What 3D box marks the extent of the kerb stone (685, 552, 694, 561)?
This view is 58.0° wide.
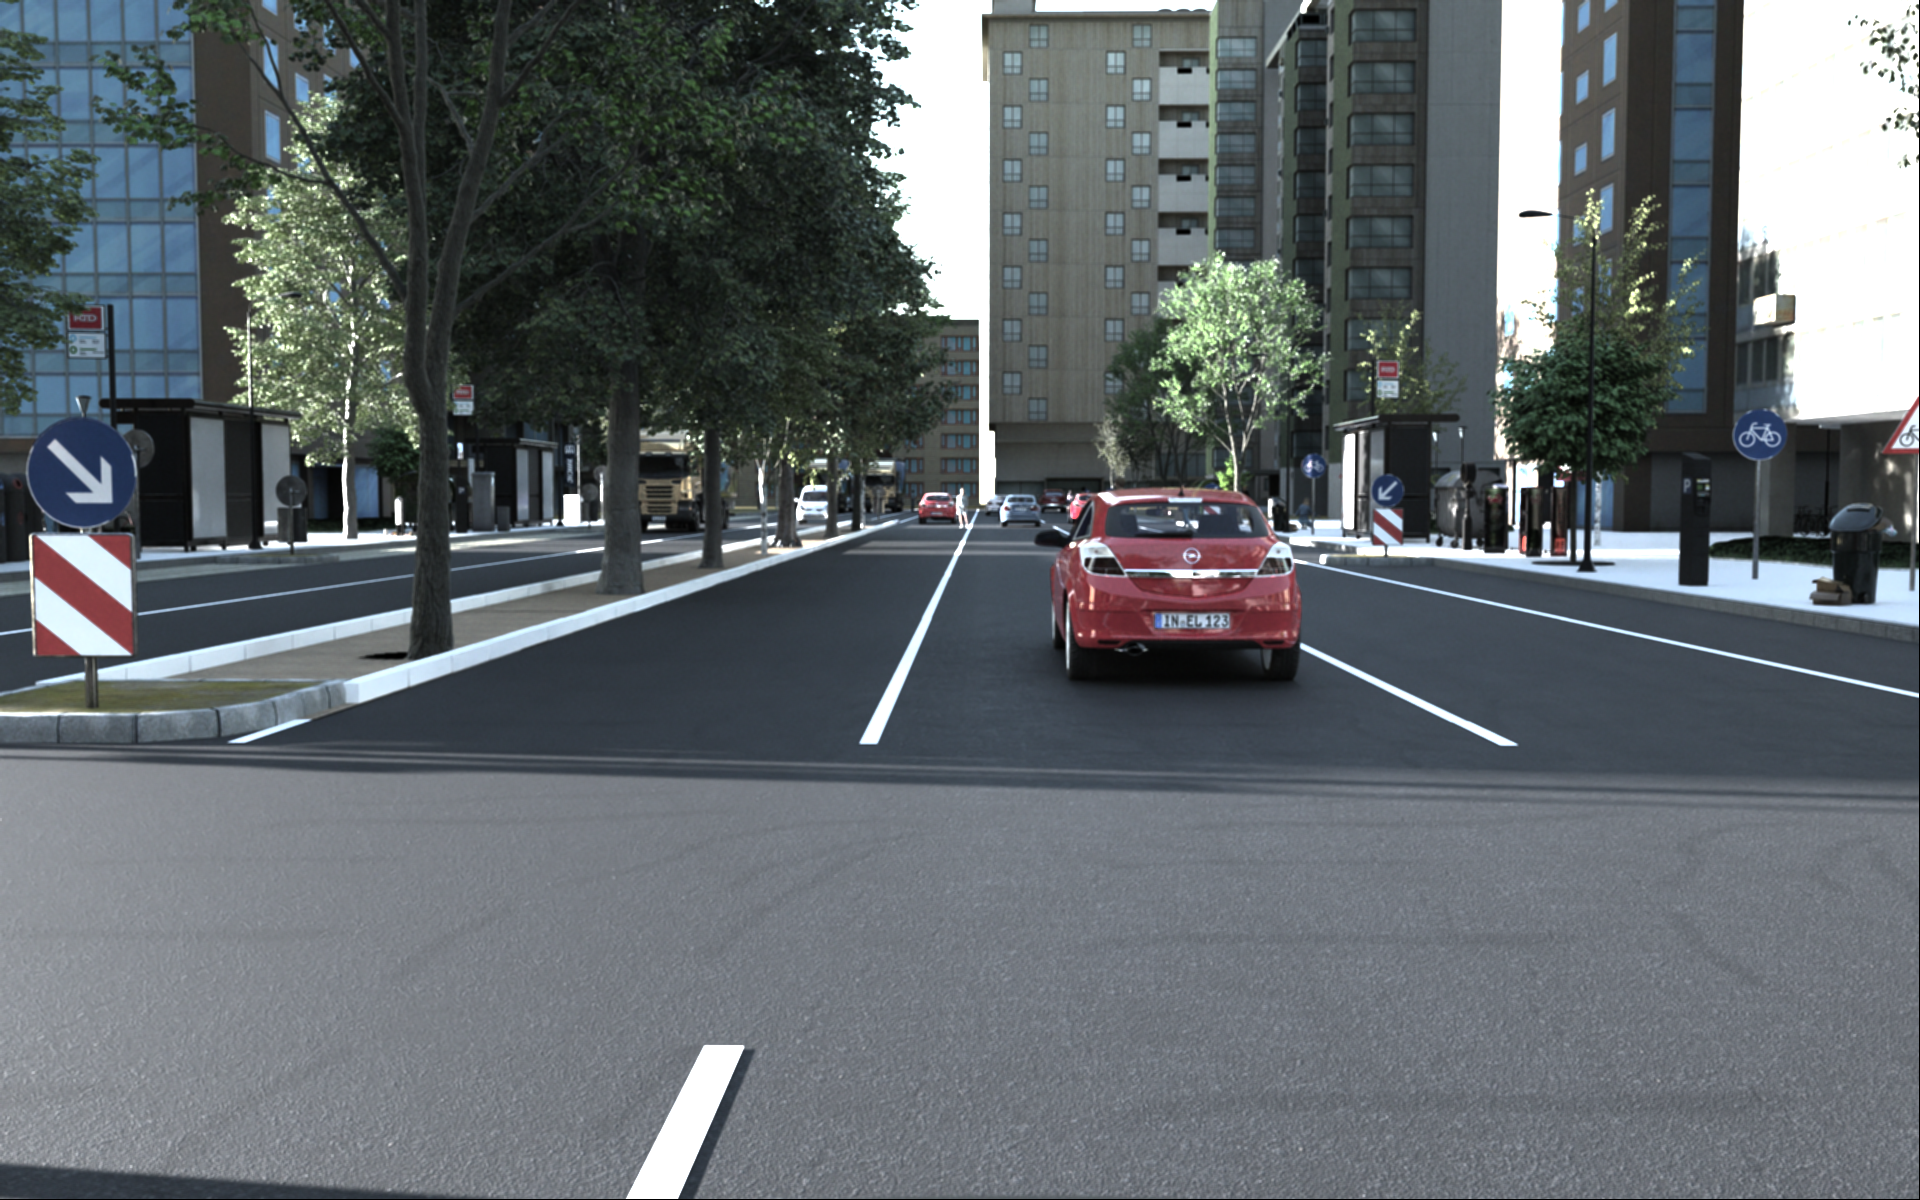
[{"bbox_3d":[-5.873,-0.898,36.889,0.120,0.150,1.000,0,4,1],"label":"kerb stone"}]

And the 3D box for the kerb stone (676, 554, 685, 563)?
[{"bbox_3d":[-5.891,-0.834,35.868,0.120,0.150,1.000,0,4,1],"label":"kerb stone"}]

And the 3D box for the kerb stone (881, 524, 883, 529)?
[{"bbox_3d":[-3.291,-2.902,69.706,0.120,0.150,1.000,0,4,1],"label":"kerb stone"}]

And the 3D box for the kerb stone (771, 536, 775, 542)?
[{"bbox_3d":[-5.653,-1.840,52.279,0.120,0.150,1.000,0,4,1],"label":"kerb stone"}]

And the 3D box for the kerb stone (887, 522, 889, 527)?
[{"bbox_3d":[-3.231,-3.147,73.807,0.120,0.150,1.000,0,4,1],"label":"kerb stone"}]

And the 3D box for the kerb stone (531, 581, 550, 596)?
[{"bbox_3d":[-6.052,-0.147,24.599,0.120,0.150,1.000,0,4,1],"label":"kerb stone"}]

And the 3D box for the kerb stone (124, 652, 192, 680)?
[{"bbox_3d":[-6.228,0.542,13.338,0.120,0.150,1.000,0,4,1],"label":"kerb stone"}]

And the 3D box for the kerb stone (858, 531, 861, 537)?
[{"bbox_3d":[-3.473,-2.151,57.394,0.120,0.150,1.000,0,4,1],"label":"kerb stone"}]

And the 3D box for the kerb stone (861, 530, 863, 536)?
[{"bbox_3d":[-3.455,-2.216,58.429,0.120,0.150,1.000,0,4,1],"label":"kerb stone"}]

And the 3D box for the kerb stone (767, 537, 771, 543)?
[{"bbox_3d":[-5.678,-1.714,50.232,0.120,0.150,1.000,0,4,1],"label":"kerb stone"}]

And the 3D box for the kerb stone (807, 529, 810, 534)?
[{"bbox_3d":[-5.515,-2.398,61.501,0.120,0.150,1.000,0,4,1],"label":"kerb stone"}]

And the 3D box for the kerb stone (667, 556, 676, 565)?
[{"bbox_3d":[-5.906,-0.774,34.844,0.120,0.150,1.000,0,4,1],"label":"kerb stone"}]

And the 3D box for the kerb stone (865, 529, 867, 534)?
[{"bbox_3d":[-3.421,-2.341,60.473,0.120,0.150,1.000,0,4,1],"label":"kerb stone"}]

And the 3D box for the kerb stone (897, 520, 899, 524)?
[{"bbox_3d":[-3.100,-3.654,81.999,0.120,0.150,1.000,0,4,1],"label":"kerb stone"}]

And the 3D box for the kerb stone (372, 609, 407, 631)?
[{"bbox_3d":[-6.146,0.229,18.453,0.120,0.150,1.000,0,4,1],"label":"kerb stone"}]

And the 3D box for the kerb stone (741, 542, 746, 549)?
[{"bbox_3d":[-5.757,-1.401,45.100,0.120,0.150,1.000,0,4,1],"label":"kerb stone"}]

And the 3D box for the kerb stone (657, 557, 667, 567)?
[{"bbox_3d":[-5.925,-0.710,33.822,0.120,0.150,1.000,0,4,1],"label":"kerb stone"}]

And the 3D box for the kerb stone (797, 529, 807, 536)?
[{"bbox_3d":[-5.531,-2.341,60.473,0.120,0.150,1.000,0,4,1],"label":"kerb stone"}]

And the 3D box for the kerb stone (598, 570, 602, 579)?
[{"bbox_3d":[-5.990,-0.398,28.704,0.120,0.150,1.000,0,4,1],"label":"kerb stone"}]

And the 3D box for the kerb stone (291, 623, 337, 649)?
[{"bbox_3d":[-6.175,0.354,16.404,0.120,0.150,1.000,0,4,1],"label":"kerb stone"}]

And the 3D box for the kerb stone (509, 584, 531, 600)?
[{"bbox_3d":[-6.069,-0.084,23.576,0.120,0.150,1.000,0,4,1],"label":"kerb stone"}]

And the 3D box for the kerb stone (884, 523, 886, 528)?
[{"bbox_3d":[-3.263,-3.031,71.756,0.120,0.150,1.000,0,4,1],"label":"kerb stone"}]

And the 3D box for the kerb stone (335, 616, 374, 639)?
[{"bbox_3d":[-6.159,0.292,17.426,0.120,0.150,1.000,0,4,1],"label":"kerb stone"}]

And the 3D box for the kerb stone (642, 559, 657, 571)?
[{"bbox_3d":[-5.933,-0.645,32.800,0.120,0.150,1.000,0,4,1],"label":"kerb stone"}]

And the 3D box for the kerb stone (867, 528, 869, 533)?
[{"bbox_3d":[-3.408,-2.402,61.503,0.120,0.150,1.000,0,4,1],"label":"kerb stone"}]

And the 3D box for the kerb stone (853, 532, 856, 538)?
[{"bbox_3d":[-3.508,-2.027,55.343,0.120,0.150,1.000,0,4,1],"label":"kerb stone"}]

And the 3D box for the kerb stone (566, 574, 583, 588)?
[{"bbox_3d":[-6.023,-0.273,26.655,0.120,0.150,1.000,0,4,1],"label":"kerb stone"}]

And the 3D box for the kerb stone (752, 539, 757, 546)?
[{"bbox_3d":[-5.729,-1.526,47.152,0.120,0.150,1.000,0,4,1],"label":"kerb stone"}]

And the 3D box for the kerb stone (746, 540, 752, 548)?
[{"bbox_3d":[-5.735,-1.464,46.127,0.120,0.150,1.000,0,4,1],"label":"kerb stone"}]

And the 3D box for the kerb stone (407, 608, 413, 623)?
[{"bbox_3d":[-6.135,0.166,19.477,0.120,0.150,1.000,0,4,1],"label":"kerb stone"}]

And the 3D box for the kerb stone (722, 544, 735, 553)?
[{"bbox_3d":[-5.785,-1.274,43.035,0.120,0.150,1.000,0,4,1],"label":"kerb stone"}]

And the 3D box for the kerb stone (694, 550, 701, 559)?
[{"bbox_3d":[-5.864,-0.961,37.912,0.120,0.150,1.000,0,4,1],"label":"kerb stone"}]

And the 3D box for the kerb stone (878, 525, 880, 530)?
[{"bbox_3d":[-3.319,-2.780,67.646,0.120,0.150,1.000,0,4,1],"label":"kerb stone"}]

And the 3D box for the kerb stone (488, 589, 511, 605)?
[{"bbox_3d":[-6.085,-0.019,22.554,0.120,0.150,1.000,0,4,1],"label":"kerb stone"}]

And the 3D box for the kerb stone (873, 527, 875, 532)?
[{"bbox_3d":[-3.373,-2.592,64.575,0.120,0.150,1.000,0,4,1],"label":"kerb stone"}]

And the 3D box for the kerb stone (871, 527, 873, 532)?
[{"bbox_3d":[-3.384,-2.529,63.552,0.120,0.150,1.000,0,4,1],"label":"kerb stone"}]

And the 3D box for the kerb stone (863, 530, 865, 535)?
[{"bbox_3d":[-3.441,-2.278,59.451,0.120,0.150,1.000,0,4,1],"label":"kerb stone"}]

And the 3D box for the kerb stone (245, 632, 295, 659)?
[{"bbox_3d":[-6.190,0.417,15.382,0.120,0.150,1.000,0,4,1],"label":"kerb stone"}]

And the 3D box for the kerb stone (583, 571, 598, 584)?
[{"bbox_3d":[-6.006,-0.335,27.679,0.120,0.150,1.000,0,4,1],"label":"kerb stone"}]

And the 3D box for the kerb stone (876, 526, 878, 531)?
[{"bbox_3d":[-3.336,-2.715,66.621,0.120,0.150,1.000,0,4,1],"label":"kerb stone"}]

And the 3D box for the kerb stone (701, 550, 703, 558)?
[{"bbox_3d":[-5.845,-1.024,38.934,0.120,0.150,1.000,0,4,1],"label":"kerb stone"}]

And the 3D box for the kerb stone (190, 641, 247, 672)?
[{"bbox_3d":[-6.206,0.479,14.360,0.120,0.150,1.000,0,4,1],"label":"kerb stone"}]

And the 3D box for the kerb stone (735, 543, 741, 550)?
[{"bbox_3d":[-5.765,-1.338,44.069,0.120,0.150,1.000,0,4,1],"label":"kerb stone"}]

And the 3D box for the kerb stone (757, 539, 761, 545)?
[{"bbox_3d":[-5.709,-1.589,48.183,0.120,0.150,1.000,0,4,1],"label":"kerb stone"}]

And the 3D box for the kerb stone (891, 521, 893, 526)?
[{"bbox_3d":[-3.187,-3.343,76.880,0.120,0.150,1.000,0,4,1],"label":"kerb stone"}]

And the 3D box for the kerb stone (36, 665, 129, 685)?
[{"bbox_3d":[-6.237,0.604,12.313,0.120,0.150,1.000,0,4,1],"label":"kerb stone"}]

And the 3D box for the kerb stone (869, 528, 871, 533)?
[{"bbox_3d":[-3.408,-2.462,62.526,0.120,0.150,1.000,0,4,1],"label":"kerb stone"}]

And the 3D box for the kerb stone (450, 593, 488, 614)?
[{"bbox_3d":[-6.101,0.041,21.524,0.120,0.150,1.000,0,4,1],"label":"kerb stone"}]

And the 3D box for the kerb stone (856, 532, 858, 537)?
[{"bbox_3d":[-3.486,-2.088,56.366,0.120,0.150,1.000,0,4,1],"label":"kerb stone"}]

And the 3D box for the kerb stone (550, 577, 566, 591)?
[{"bbox_3d":[-6.044,-0.206,25.621,0.120,0.150,1.000,0,4,1],"label":"kerb stone"}]
